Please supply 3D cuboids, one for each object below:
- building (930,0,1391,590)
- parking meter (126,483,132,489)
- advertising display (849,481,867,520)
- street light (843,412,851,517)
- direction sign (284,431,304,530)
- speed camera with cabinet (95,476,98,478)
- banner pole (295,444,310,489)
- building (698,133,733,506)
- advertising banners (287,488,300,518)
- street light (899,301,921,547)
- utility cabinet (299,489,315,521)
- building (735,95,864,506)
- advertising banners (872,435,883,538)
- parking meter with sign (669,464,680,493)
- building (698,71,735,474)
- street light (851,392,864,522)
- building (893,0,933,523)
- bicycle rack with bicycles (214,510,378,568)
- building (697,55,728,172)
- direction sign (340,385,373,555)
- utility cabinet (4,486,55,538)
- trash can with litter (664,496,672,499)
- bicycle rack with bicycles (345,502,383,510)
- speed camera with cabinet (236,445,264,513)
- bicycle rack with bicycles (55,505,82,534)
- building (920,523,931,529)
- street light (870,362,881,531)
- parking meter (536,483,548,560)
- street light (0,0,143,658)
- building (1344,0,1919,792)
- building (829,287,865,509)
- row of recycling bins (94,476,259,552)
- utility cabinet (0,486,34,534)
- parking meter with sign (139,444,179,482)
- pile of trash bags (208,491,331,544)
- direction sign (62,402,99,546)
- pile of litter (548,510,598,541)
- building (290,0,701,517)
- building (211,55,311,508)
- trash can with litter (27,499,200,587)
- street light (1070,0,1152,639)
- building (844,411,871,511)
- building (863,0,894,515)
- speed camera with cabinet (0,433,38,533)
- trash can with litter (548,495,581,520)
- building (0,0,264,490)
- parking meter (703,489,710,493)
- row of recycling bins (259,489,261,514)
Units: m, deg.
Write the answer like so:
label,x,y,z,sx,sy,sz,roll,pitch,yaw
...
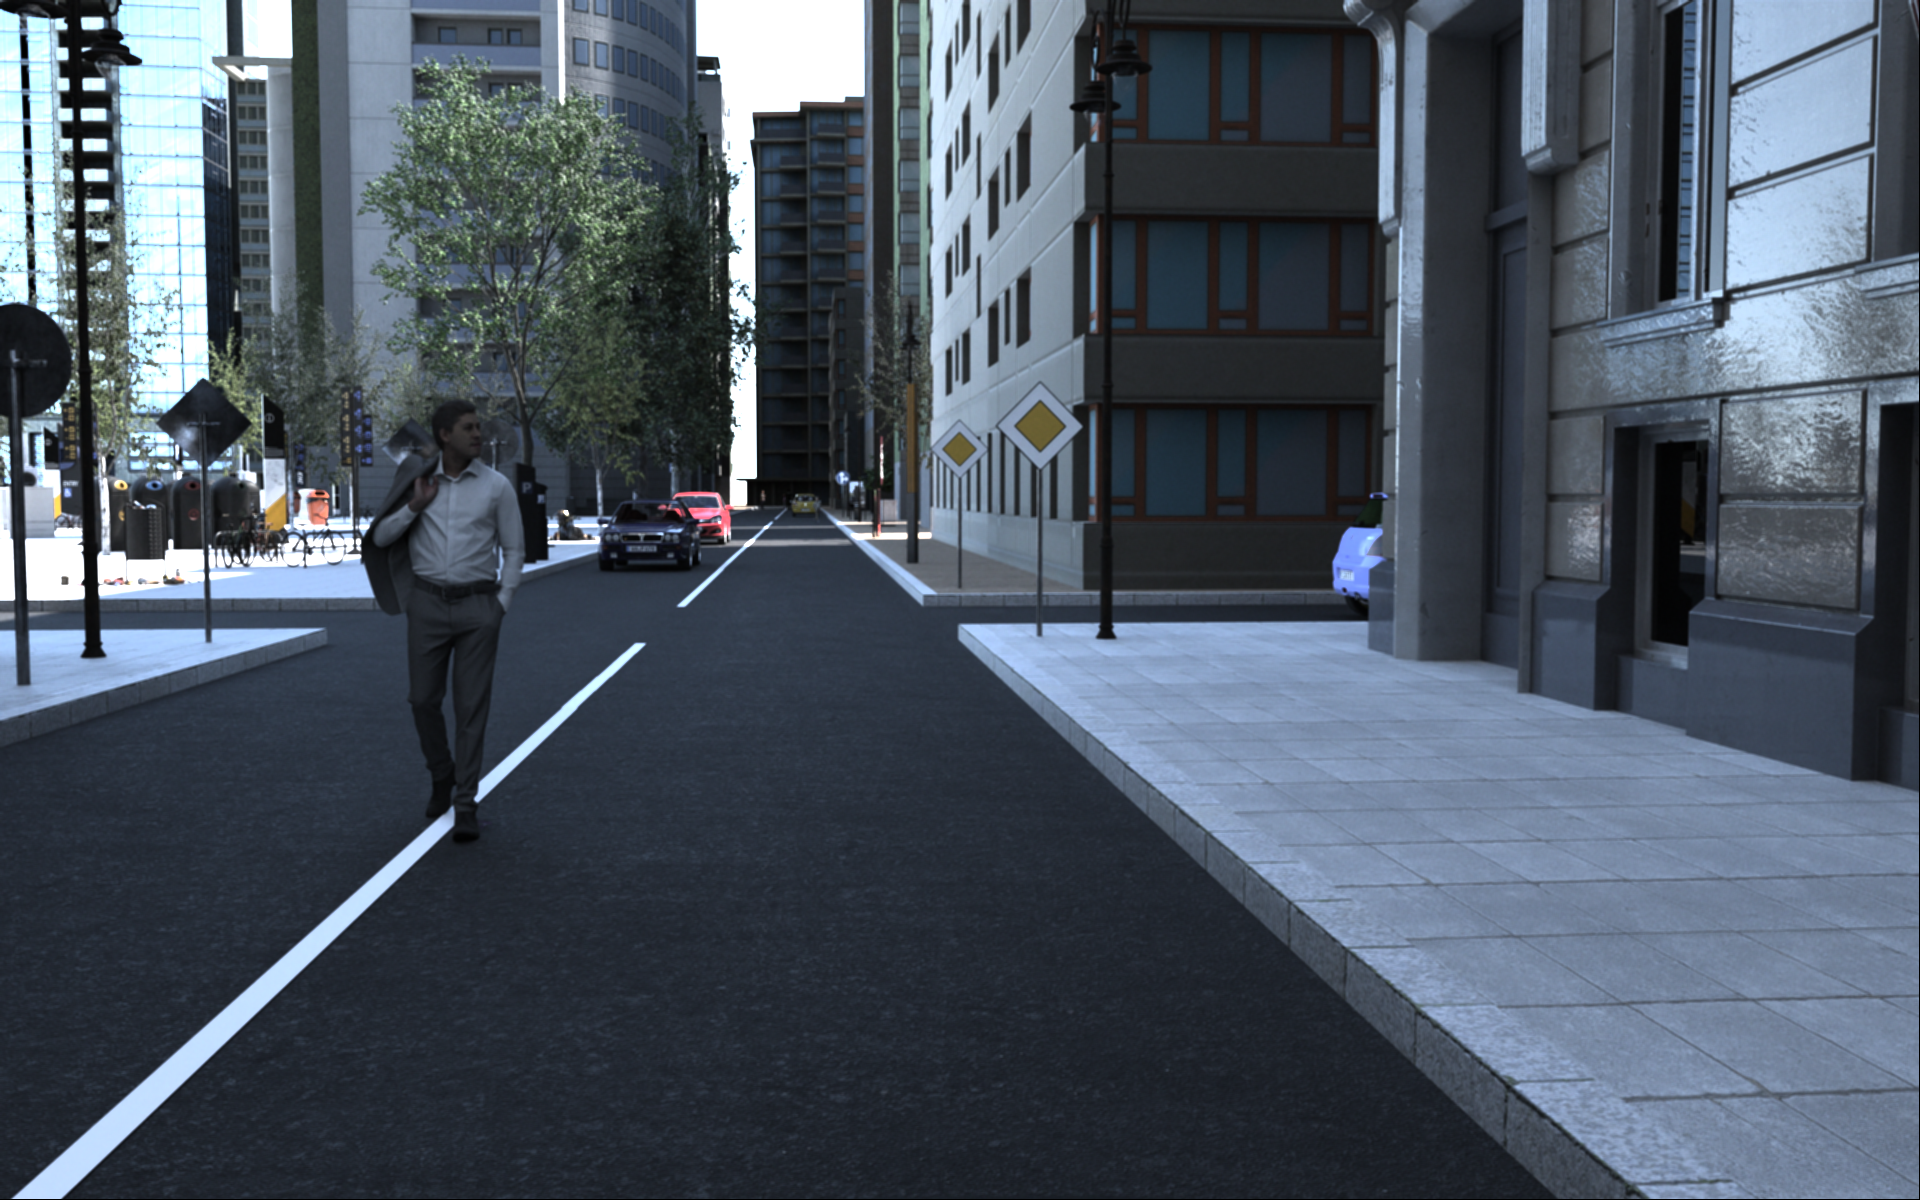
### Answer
label,x,y,z,sx,sy,sz,roll,pitch,yaw
building,14.785,-11.771,37.497,28.899,21.520,27.650,0,4,-5
parking meter,-42.027,-5.022,87.820,0.399,1.863,0.255,-1,4,-20
advertising display,-5.020,-4.881,85.024,0.974,1.923,0.123,2,4,29
street light,-6.304,-7.625,97.451,0.468,5.910,1.993,0,4,-5
direction sign,-23.902,-4.279,61.965,0.876,3.537,0.379,-3,4,-37
speed camera with cabinet,-45.065,-5.907,90.919,0.660,3.252,2.038,-1,4,-9
banner pole,-31.663,-5.721,83.550,0.863,3.779,0.401,-3,4,-37
building,-26.781,-22.969,147.239,14.160,30.474,14.107,0,4,-5
advertising banners,-34.340,-5.659,88.720,2.074,3.025,0.090,3,4,36
street light,-1.205,-4.209,41.601,0.468,5.910,1.993,0,4,-5
utility cabinet,-31.060,-4.506,82.352,0.318,1.500,1.173,-3,5,-44
building,-10.327,-32.959,193.496,28.867,44.769,22.147,0,4,-5
advertising banners,-2.423,-3.368,51.259,0.090,3.025,2.074,0,4,6
parking meter with sign,-15.747,-6.109,96.144,0.543,3.016,1.738,0,4,-2
building,-40.343,-34.972,191.408,30.456,49.044,23.786,0,4,-5
street light,-4.562,-6.465,78.488,0.468,5.910,1.993,0,4,-5
building,3.404,-24.964,91.754,14.154,41.232,14.086,0,4,-5
bicycle rack with bicycles,-12.202,-1.077,30.994,2.852,0.926,2.925,1,4,14
building,-28.968,-29.381,163.975,14.086,41.232,14.154,0,4,-5
direction sign,-12.754,-2.717,36.414,0.876,3.537,0.379,3,5,44
utility cabinet,-26.786,-2.524,49.946,1.173,1.500,0.318,-2,4,-34
trash can with litter,-14.449,-4.485,84.717,0.624,1.170,1.055,2,4,30
bicycle rack with bicycles,-26.210,-3.949,77.948,2.852,0.926,2.925,1,4,15
speed camera with cabinet,-28.445,-4.642,70.240,2.038,3.252,0.660,1,4,21
bicycle rack with bicycles,-27.061,-2.576,55.504,2.925,0.926,2.852,2,4,26
building,5.266,-23.620,69.788,14.154,41.232,14.086,0,4,-5
street light,-2.935,-5.354,60.328,0.468,5.910,1.993,0,4,-5
parking meter,-8.202,-1.544,33.658,0.372,1.533,0.369,0,3,0
street light,-6.820,-2.487,13.454,0.468,5.910,1.993,0,4,-5
building,10.452,-13.362,4.376,13.634,28.700,20.117,0,4,-5
building,1.978,-19.280,160.261,27.650,21.520,28.899,0,4,-5
row of recycling bins,-18.156,-1.997,39.761,3.534,1.692,1.069,-3,5,-44
utility cabinet,-32.633,-3.110,59.531,1.173,1.500,0.318,-1,4,-12
parking meter with sign,-28.333,-3.940,60.680,1.738,3.016,0.543,-1,4,-15
pile of trash bags,-17.998,-2.145,44.817,3.447,1.369,1.912,-3,5,-44
direction sign,-21.742,-3.111,42.865,0.876,3.537,0.379,0,4,4
pile of litter,-10.743,-2.058,47.608,1.719,0.858,1.176,2,4,35
building,-28.017,-34.714,109.577,21.231,58.520,28.212,0,4,-5
building,-48.667,-28.242,153.632,23.993,40.220,32.217,0,4,-5
trash can with litter,-11.965,-0.826,24.555,2.233,1.210,1.678,-1,4,-17
street light,1.299,-2.595,15.215,0.468,5.910,1.993,0,4,-5
building,2.851,-49.843,127.610,22.319,86.520,31.000,0,4,-5
building,1.282,-27.869,105.774,14.600,45.320,14.200,0,4,-5
speed camera with cabinet,-30.927,-3.767,55.929,2.038,3.252,0.660,-2,4,-31
trash can with litter,-19.958,-4.647,87.041,2.233,1.210,1.678,-3,4,-38
building,-76.521,-51.513,154.911,31.000,86.520,22.319,0,4,-5
parking meter,-13.755,-5.244,94.155,0.372,1.533,0.369,0,3,0
row of recycling bins,-21.759,-2.580,49.304,3.534,1.692,1.069,-1,4,-12
